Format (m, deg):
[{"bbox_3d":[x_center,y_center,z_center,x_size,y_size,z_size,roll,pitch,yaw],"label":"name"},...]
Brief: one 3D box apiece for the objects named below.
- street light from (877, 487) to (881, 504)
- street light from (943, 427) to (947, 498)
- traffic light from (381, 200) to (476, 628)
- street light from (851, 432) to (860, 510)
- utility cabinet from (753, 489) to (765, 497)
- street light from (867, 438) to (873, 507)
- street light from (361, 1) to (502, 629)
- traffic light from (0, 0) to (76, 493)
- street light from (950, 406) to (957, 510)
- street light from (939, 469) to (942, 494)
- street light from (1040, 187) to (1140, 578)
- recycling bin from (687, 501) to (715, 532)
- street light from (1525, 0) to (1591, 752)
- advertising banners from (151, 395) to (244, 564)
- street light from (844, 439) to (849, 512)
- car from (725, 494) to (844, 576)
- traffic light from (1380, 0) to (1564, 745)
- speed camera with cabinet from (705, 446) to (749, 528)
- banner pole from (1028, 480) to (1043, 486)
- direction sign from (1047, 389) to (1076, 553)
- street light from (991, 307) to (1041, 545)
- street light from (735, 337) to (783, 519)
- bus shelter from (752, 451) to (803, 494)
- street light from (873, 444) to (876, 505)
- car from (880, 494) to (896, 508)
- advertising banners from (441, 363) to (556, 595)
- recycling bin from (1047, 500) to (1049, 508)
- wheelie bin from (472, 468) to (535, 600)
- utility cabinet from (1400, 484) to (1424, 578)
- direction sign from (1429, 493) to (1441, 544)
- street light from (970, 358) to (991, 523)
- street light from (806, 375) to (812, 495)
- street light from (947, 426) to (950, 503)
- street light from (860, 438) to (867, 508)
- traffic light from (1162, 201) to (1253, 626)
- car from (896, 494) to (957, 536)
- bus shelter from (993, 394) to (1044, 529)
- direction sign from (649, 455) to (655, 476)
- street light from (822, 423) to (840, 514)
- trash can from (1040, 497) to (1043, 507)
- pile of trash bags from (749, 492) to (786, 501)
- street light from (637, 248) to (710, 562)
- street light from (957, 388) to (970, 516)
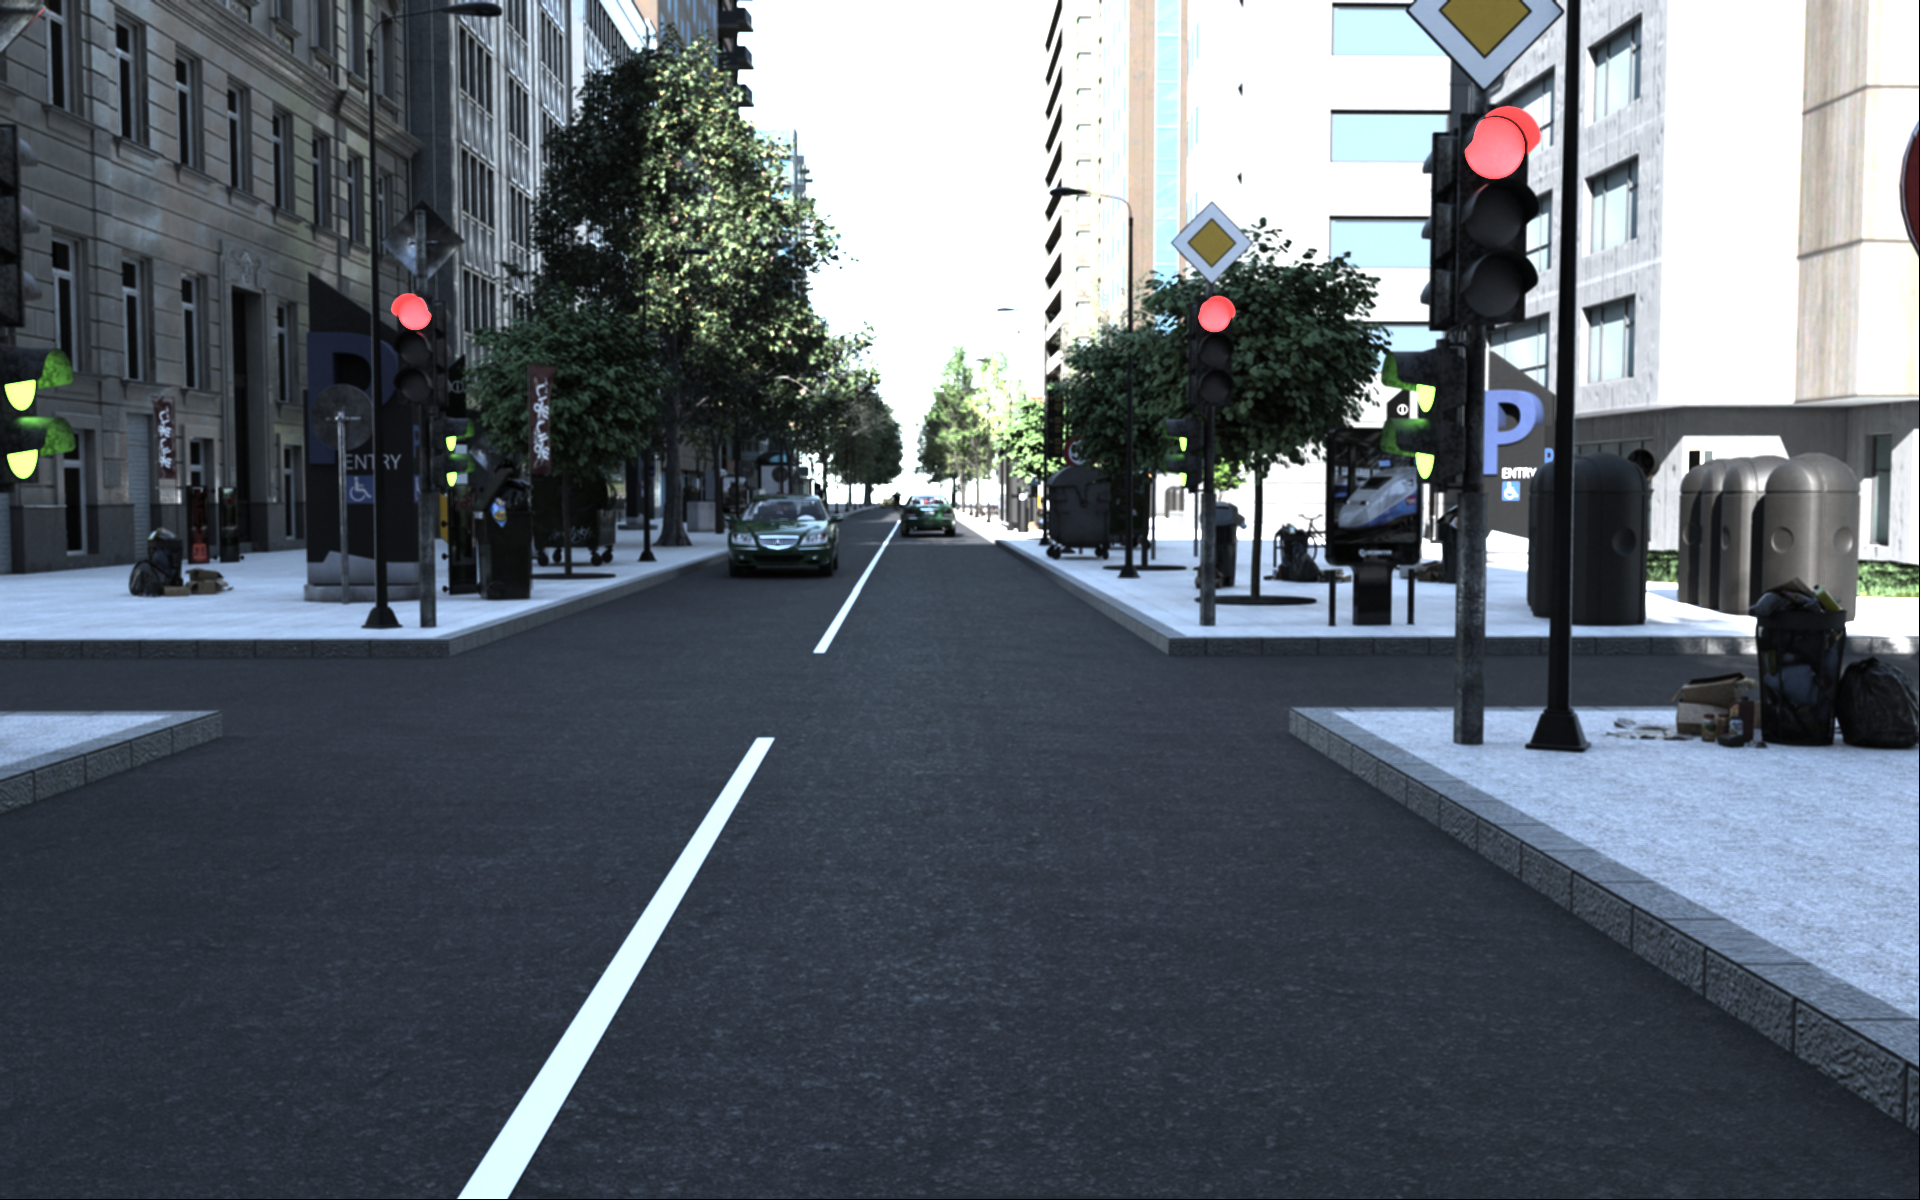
[{"bbox_3d":[-8.979,-12.480,176.595,1.470,5.913,1.316,0,4,-1],"label":"street light"},{"bbox_3d":[-0.287,-8.959,119.023,1.470,5.913,1.316,0,4,-1],"label":"street light"},{"bbox_3d":[-5.111,-1.692,16.586,0.839,4.253,0.868,0,4,-1],"label":"traffic light"},{"bbox_3d":[-7.313,-8.422,110.234,1.470,5.913,1.316,0,4,-1],"label":"street light"},{"bbox_3d":[-8.862,-4.137,76.322,0.318,1.500,1.173,0,4,7],"label":"utility cabinet"},{"bbox_3d":[-8.142,-10.433,143.121,1.470,5.913,1.316,0,4,-1],"label":"street light"},{"bbox_3d":[-5.017,-2.687,16.480,1.470,5.913,1.316,0,4,-1],"label":"street light"},{"bbox_3d":[-4.908,-1.204,8.604,0.839,4.253,0.868,0,4,-1],"label":"traffic light"},{"bbox_3d":[0.347,-7.299,91.872,1.470,5.913,1.316,0,4,-1],"label":"street light"},{"bbox_3d":[-0.709,-9.952,135.261,1.470,5.913,1.316,0,4,-1],"label":"street light"},{"bbox_3d":[2.051,-3.295,26.407,1.470,5.913,1.316,0,4,-1],"label":"street light"},{"bbox_3d":[-8.805,-2.833,58.871,0.722,1.027,0.722,-3,5,-43],"label":"recycling bin"},{"bbox_3d":[2.491,-2.205,8.593,1.470,5.913,1.316,0,4,-1],"label":"street light"},{"bbox_3d":[-13.972,-2.176,31.763,0.090,3.025,2.074,1,4,21],"label":"advertising banners"},{"bbox_3d":[-6.853,-7.391,93.389,1.470,5.913,1.316,0,4,-1],"label":"street light"},{"bbox_3d":[-3.182,-1.219,31.731,2.131,1.459,4.920,0,4,-2],"label":"car"},{"bbox_3d":[2.600,-1.216,8.809,0.839,4.253,0.868,0,4,-1],"label":"traffic light"},{"bbox_3d":[-8.791,-4.344,65.361,0.660,3.252,2.038,2,4,29],"label":"speed camera with cabinet"},{"bbox_3d":[2.867,-4.452,62.802,0.863,3.779,0.401,-1,4,-13],"label":"banner pole"},{"bbox_3d":[2.322,-2.782,37.488,0.876,3.537,0.379,0,4,-4],"label":"direction sign"},{"bbox_3d":[1.590,-4.319,43.156,1.470,5.913,1.316,0,4,-1],"label":"street light"},{"bbox_3d":[-5.945,-4.756,50.297,1.470,5.913,1.316,0,4,-1],"label":"street light"},{"bbox_3d":[-8.794,-5.504,83.910,2.014,3.302,5.546,0,4,-1],"label":"bus shelter"},{"bbox_3d":[-8.630,-11.434,159.493,1.470,5.913,1.316,0,4,-1],"label":"street light"},{"bbox_3d":[-7.161,-10.260,177.974,2.015,1.641,3.980,0,4,-1],"label":"car"},{"bbox_3d":[-6.010,-1.625,22.751,0.090,3.025,2.074,2,4,30],"label":"advertising banners"},{"bbox_3d":[3.938,-4.400,84.492,0.722,1.027,0.722,0,4,-8],"label":"recycling bin"},{"bbox_3d":[-5.583,-0.816,21.252,0.693,1.594,0.980,-2,4,-26],"label":"wheelie bin"},{"bbox_3d":[6.977,-1.101,26.687,0.318,1.500,1.173,1,4,17],"label":"utility cabinet"},{"bbox_3d":[12.228,-3.202,44.354,0.379,3.537,0.876,1,4,12],"label":"direction sign"},{"bbox_3d":[1.186,-5.312,59.395,1.470,5.913,1.316,0,4,-1],"label":"street light"},{"bbox_3d":[-6.305,-5.749,66.537,1.470,5.913,1.316,0,4,-1],"label":"street light"},{"bbox_3d":[0.104,-7.966,102.784,1.470,5.913,1.316,0,4,-1],"label":"street light"},{"bbox_3d":[-7.765,-9.440,126.882,1.470,5.913,1.316,0,4,-1],"label":"street light"},{"bbox_3d":[2.398,-1.705,16.792,0.839,4.253,0.868,0,4,-1],"label":"traffic light"},{"bbox_3d":[-1.131,-2.946,59.969,2.131,1.459,4.920,0,4,-3],"label":"car"},{"bbox_3d":[2.436,-5.505,67.642,2.179,5.291,8.768,0,4,-2],"label":"bus shelter"},{"bbox_3d":[-13.641,-5.072,74.928,0.876,3.537,0.379,-1,4,-8],"label":"direction sign"},{"bbox_3d":[-6.687,-6.826,84.144,1.470,5.913,1.316,0,4,-1],"label":"street light"},{"bbox_3d":[3.598,-4.107,78.803,0.748,1.137,0.748,0,3,0],"label":"trash can"},{"bbox_3d":[-7.497,-3.652,69.456,1.912,1.369,3.447,-1,4,-21],"label":"pile of trash bags"},{"bbox_3d":[-5.423,-3.689,32.850,1.470,5.913,1.316,0,4,-1],"label":"street light"},{"bbox_3d":[0.709,-6.305,75.632,1.470,5.913,1.316,0,4,-1],"label":"street light"}]
